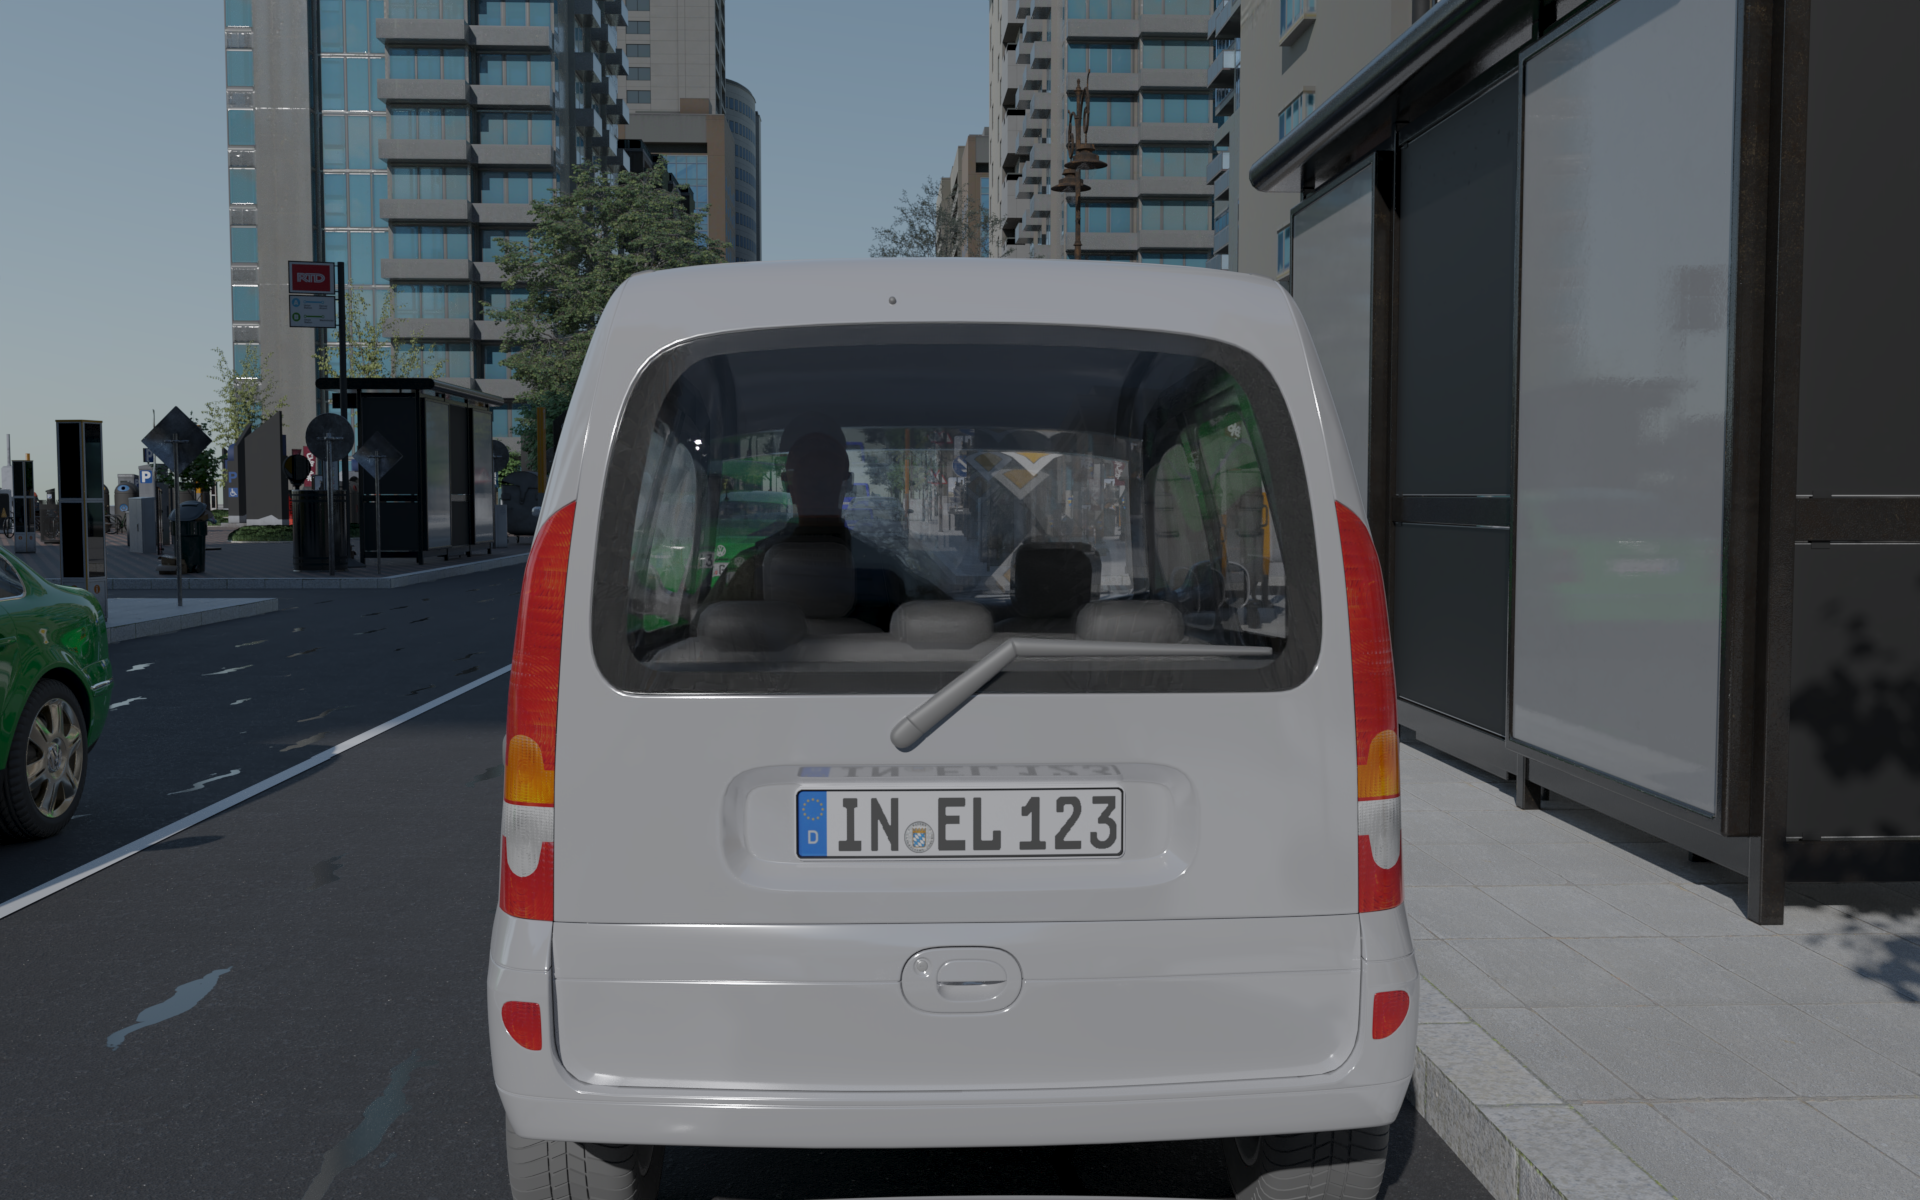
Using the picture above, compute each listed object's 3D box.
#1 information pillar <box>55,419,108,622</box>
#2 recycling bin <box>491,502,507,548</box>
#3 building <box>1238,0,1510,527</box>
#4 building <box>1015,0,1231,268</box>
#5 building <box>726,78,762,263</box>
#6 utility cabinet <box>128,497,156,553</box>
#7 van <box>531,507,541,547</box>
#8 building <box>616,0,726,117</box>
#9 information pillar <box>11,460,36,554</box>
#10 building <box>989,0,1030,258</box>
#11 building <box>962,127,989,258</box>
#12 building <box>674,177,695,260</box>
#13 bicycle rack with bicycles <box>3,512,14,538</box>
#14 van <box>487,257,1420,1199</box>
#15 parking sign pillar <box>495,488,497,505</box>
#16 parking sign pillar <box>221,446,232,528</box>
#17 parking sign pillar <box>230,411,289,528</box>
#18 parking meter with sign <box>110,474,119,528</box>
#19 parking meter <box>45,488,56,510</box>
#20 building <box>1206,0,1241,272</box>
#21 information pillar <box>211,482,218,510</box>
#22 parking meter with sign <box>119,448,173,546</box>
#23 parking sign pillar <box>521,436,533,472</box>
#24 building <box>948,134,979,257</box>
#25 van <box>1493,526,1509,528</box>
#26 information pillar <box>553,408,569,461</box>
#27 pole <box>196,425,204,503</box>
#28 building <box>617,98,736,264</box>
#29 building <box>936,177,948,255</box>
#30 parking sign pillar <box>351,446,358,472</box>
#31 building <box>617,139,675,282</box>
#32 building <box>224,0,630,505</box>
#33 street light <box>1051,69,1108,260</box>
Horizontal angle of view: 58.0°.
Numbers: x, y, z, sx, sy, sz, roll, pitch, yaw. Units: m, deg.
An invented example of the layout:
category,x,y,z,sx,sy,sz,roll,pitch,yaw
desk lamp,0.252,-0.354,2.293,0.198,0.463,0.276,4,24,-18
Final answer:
category,x,y,z,sx,sy,sz,roll,pitch,yaw
information pillar,-8.729,-0.779,17.222,0.304,2.012,0.304,1,4,11
recycling bin,-11.298,-1.758,41.291,0.722,1.027,0.722,2,4,28
building,18.919,-25.849,46.326,21.600,48.544,21.300,0,4,-3
building,15.840,-31.143,128.792,23.786,49.044,30.456,0,4,-3
building,-39.091,-42.815,242.027,21.231,58.520,28.212,0,4,-3
utility cabinet,-18.039,-1.653,38.192,0.306,1.237,1.020,-3,5,-40
van,-5.951,-1.326,28.690,2.013,2.044,4.112,0,4,-2
building,-37.663,-47.641,217.179,20.563,71.187,20.611,0,4,-3
information pillar,-20.240,-2.016,37.450,0.304,2.012,0.304,1,4,9
building,16.866,-34.784,157.953,28.713,52.752,27.495,0,4,-3
building,7.486,-34.365,211.973,14.600,45.320,14.200,0,4,-3
building,-31.336,-23.433,154.831,14.160,30.474,14.107,0,4,-3
bicycle rack with bicycles,-26.881,-2.302,51.015,2.852,0.926,2.925,1,4,21
van,-0.082,0.139,4.740,2.013,2.044,4.112,0,4,-2
parking sign pillar,-24.010,-6.032,87.091,1.447,3.967,1.447,0,4,-8
parking sign pillar,-27.446,-4.744,66.029,1.447,3.967,1.447,0,4,1
parking sign pillar,-22.566,-4.154,56.384,1.447,3.967,1.447,1,4,13
parking meter with sign,-31.523,-4.248,65.713,1.738,3.016,0.543,1,4,8
parking meter,-38.552,-3.977,73.428,0.372,1.533,0.369,0,3,0
building,20.794,-47.229,84.866,22.319,86.520,31.000,0,4,-3
information pillar,-43.669,-5.929,101.438,0.304,2.012,0.304,0,4,-2
parking meter with sign,-20.190,-2.878,43.314,0.543,3.016,1.738,0,4,6
parking sign pillar,-12.908,-3.989,53.697,1.447,3.967,1.447,0,4,3
building,9.881,-37.080,229.961,21.300,48.544,21.600,0,4,-3
van,9.298,-1.066,24.436,4.112,2.044,2.013,0,4,-3
information pillar,-10.561,-3.349,46.113,0.504,3.616,0.183,-1,4,-10
pole,-22.412,-3.497,51.025,0.158,3.312,0.155,0,3,0
building,-33.362,-33.628,199.921,14.600,45.320,14.200,0,4,-3
building,7.583,-38.413,251.761,21.300,48.544,21.600,0,4,-3
parking sign pillar,-33.312,-6.558,95.698,1.447,3.967,1.447,-1,4,-23
building,-31.362,-22.564,140.621,14.160,30.474,14.107,0,4,-3
building,-34.571,-30.400,116.655,23.786,49.044,30.456,0,4,-3
street light,1.319,-2.854,19.449,0.468,5.910,1.993,0,4,-3
